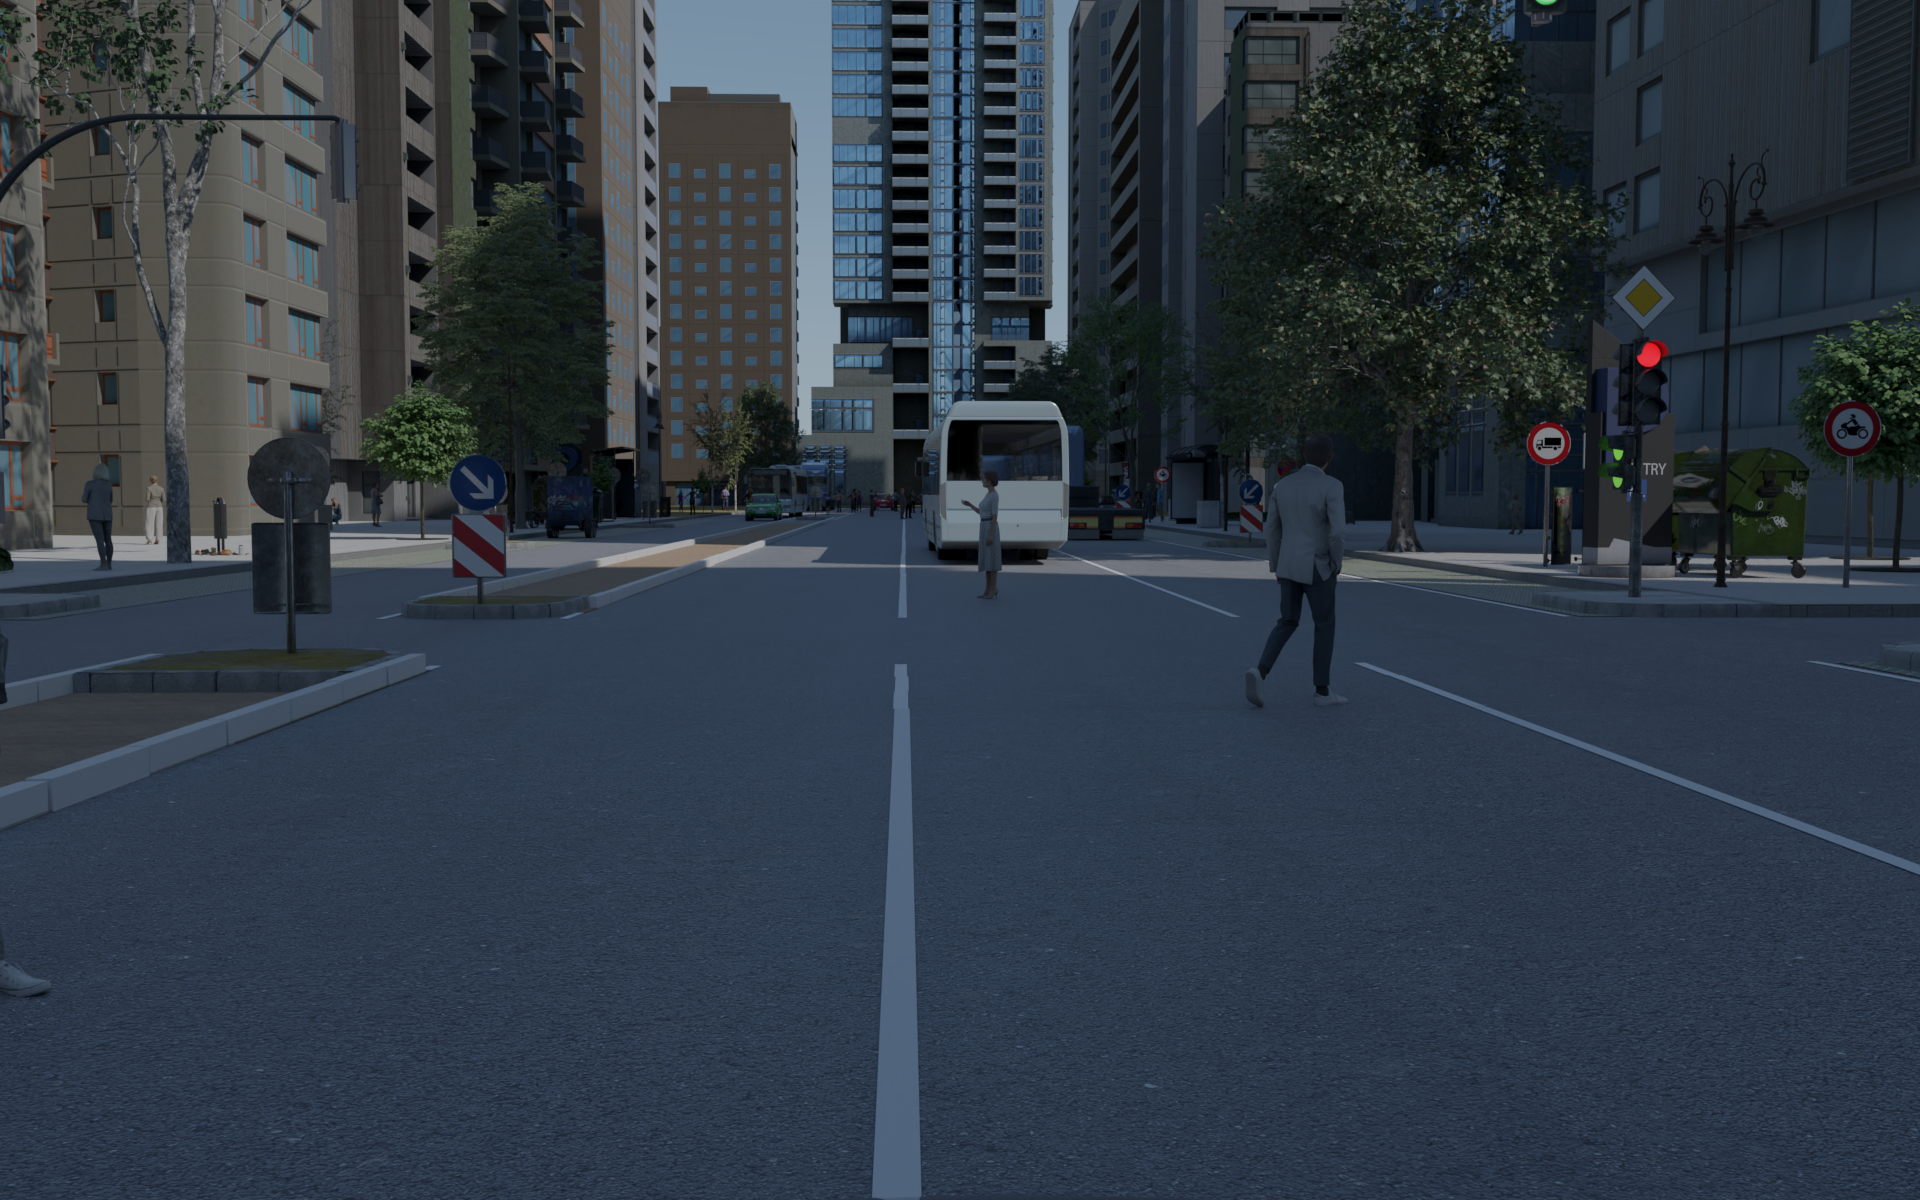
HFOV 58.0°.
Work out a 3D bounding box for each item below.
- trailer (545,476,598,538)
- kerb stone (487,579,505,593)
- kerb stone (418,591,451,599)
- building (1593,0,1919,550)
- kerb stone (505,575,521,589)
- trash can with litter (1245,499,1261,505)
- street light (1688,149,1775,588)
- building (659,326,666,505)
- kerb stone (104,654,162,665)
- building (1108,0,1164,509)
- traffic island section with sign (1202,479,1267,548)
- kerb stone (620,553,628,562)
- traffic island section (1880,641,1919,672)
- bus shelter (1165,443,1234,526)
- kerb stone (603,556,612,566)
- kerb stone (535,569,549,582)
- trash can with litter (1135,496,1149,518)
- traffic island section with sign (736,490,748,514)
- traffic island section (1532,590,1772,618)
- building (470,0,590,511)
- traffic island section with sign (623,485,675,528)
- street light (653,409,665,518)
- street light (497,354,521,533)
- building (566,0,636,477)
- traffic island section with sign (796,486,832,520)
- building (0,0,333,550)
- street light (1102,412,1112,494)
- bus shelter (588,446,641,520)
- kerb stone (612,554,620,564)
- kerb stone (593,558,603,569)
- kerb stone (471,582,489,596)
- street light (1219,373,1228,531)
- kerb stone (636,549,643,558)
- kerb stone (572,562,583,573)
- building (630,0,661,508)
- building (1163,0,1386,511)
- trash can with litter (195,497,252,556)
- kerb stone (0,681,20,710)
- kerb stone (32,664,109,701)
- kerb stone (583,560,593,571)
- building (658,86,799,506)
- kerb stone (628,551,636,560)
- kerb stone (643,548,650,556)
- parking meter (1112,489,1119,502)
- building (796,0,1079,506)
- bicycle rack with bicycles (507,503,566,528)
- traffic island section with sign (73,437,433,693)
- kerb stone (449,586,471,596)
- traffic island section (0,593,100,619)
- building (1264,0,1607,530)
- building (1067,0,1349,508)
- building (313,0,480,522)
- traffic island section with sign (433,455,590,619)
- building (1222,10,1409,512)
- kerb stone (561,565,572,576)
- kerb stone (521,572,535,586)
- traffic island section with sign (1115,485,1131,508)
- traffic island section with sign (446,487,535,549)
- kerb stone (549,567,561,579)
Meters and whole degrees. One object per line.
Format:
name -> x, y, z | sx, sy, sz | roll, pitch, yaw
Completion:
trailer -> -12.556, -2.956, 55.378 | 1.471, 1.999, 3.904 | 0, 4, -2
kerb stone -> -6.825, -0.182, 25.174 | 0.120, 0.150, 1.000 | 0, 4, -2
kerb stone -> -6.723, 0.010, 22.109 | 0.120, 0.150, 1.000 | 0, 4, -2
building -> 34.249, -27.774, 43.342 | 27.495, 52.752, 28.713 | 0, 4, -2
kerb stone -> -6.852, -0.245, 26.201 | 0.120, 0.150, 1.000 | 0, 4, -2
trash can with litter -> 10.463, -3.131, 62.586 | 0.624, 1.170, 1.055 | -1, 4, -15
street light -> 10.476, -3.112, 23.674 | 0.468, 5.910, 1.993 | 0, 4, -2
building -> -48.699, -21.725, 200.244 | 28.899, 21.520, 27.650 | 0, 4, -2
kerb stone -> -6.439, 0.538, 13.421 | 0.120, 0.150, 1.000 | 0, 4, -2
building -> 25.122, -32.429, 153.918 | 21.300, 48.544, 21.600 | 0, 4, -2
traffic island section with sign -> 7.604, -2.335, 46.802 | 1.989, 1.847, 2.006 | 0, 4, -2
kerb stone -> -7.180, -0.869, 36.436 | 0.120, 0.150, 1.000 | 0, 4, -2
traffic island section -> 8.671, 0.533, 13.566 | 2.009, 0.180, 2.903 | 0, 4, -2
bus shelter -> 9.861, -4.748, 71.546 | 2.014, 3.302, 5.546 | 0, 4, -2
kerb stone -> -7.115, -0.745, 34.385 | 0.120, 0.150, 1.000 | 0, 4, -2
kerb stone -> -6.915, -0.370, 28.247 | 0.120, 0.150, 1.000 | 0, 4, -2
trash can with litter -> 9.703, -4.924, 91.892 | 1.055, 1.170, 0.624 | 2, 4, 24
traffic island section with sign -> -14.769, -6.980, 122.747 | 1.989, 1.847, 2.006 | 0, 4, -2
traffic island section -> 8.415, 0.045, 21.547 | 2.009, 0.180, 2.903 | 0, 4, -2
building -> -36.196, -27.849, 109.958 | 22.147, 44.769, 28.867 | 0, 4, -2
traffic island section with sign -> -13.187, -3.972, 73.571 | 1.989, 1.847, 2.006 | 0, 4, -2
street light -> -16.151, -7.360, 93.127 | 0.468, 5.910, 1.993 | 0, 4, -2
street light -> -14.857, -5.163, 57.208 | 0.468, 5.910, 1.993 | 0, 4, -2
building -> -32.965, -29.469, 131.922 | 14.600, 45.320, 14.200 | 0, 4, -2
traffic island section with sign -> -8.032, -5.365, 95.858 | 2.006, 1.907, 1.989 | 0, 4, -2
building -> -35.692, -12.302, 46.169 | 27.650, 21.520, 28.899 | 0, 4, -2
street light -> 8.044, -7.511, 95.591 | 0.468, 5.910, 1.993 | 0, 4, -2
bus shelter -> -17.561, -5.933, 88.287 | 1.731, 3.624, 6.357 | 0, 4, -2
kerb stone -> -7.153, -0.804, 35.414 | 0.120, 0.150, 1.000 | 0, 4, -2
kerb stone -> -7.073, -0.683, 33.363 | 0.120, 0.150, 1.000 | 0, 4, -2
kerb stone -> -6.783, -0.115, 24.153 | 0.120, 0.150, 1.000 | 0, 4, -2
street light -> 9.179, -5.314, 59.666 | 0.468, 5.910, 1.993 | 0, 4, -2
kerb stone -> -7.249, -0.993, 38.496 | 0.120, 0.150, 1.000 | 0, 4, -2
kerb stone -> -7.012, -0.554, 31.316 | 0.120, 0.150, 1.000 | 0, 4, -2
building -> -41.099, -37.267, 151.307 | 28.212, 58.520, 21.231 | 0, 4, -2
building -> 25.647, -35.853, 128.191 | 21.231, 58.520, 28.212 | 0, 4, -2
trash can with litter -> -15.684, -1.575, 36.816 | 1.678, 1.210, 2.233 | -2, 4, -33
kerb stone -> -6.373, 0.662, 11.378 | 0.120, 0.150, 1.000 | 0, 4, -2
kerb stone -> -6.405, 0.599, 12.399 | 0.120, 0.150, 1.000 | 0, 4, -2
kerb stone -> -7.046, -0.621, 32.341 | 0.120, 0.150, 1.000 | 0, 4, -2
building -> -25.522, -33.265, 193.992 | 14.200, 45.320, 14.600 | 0, 4, -2
kerb stone -> -7.207, -0.929, 37.470 | 0.120, 0.150, 1.000 | 0, 4, -2
kerb stone -> -7.277, -1.060, 39.522 | 0.120, 0.150, 1.000 | 0, 4, -2
parking meter -> 8.223, -5.088, 91.599 | 0.372, 1.533, 0.369 | 0, 3, 0
building -> -2.667, -54.110, 197.370 | 31.000, 86.520, 22.319 | 0, 4, -2
bicycle rack with bicycles -> -16.159, -3.230, 66.185 | 2.852, 0.926, 2.925 | 2, 4, 33
traffic island section with sign -> -5.381, -0.319, 13.355 | 2.006, 1.907, 1.989 | 0, 4, -2
kerb stone -> -6.758, -0.052, 23.130 | 0.120, 0.150, 1.000 | 0, 4, -2
traffic island section -> -11.816, 0.084, 20.904 | 2.009, 0.180, 2.903 | 0, 4, -2
building -> 28.058, -46.662, 75.600 | 22.319, 86.520, 31.000 | 0, 4, -2
building -> 27.194, -40.148, 198.426 | 28.212, 58.520, 21.231 | 0, 4, -2
building -> -32.023, -19.061, 83.355 | 14.160, 30.474, 14.107 | 0, 4, -2
traffic island section with sign -> -5.610, -0.772, 20.758 | 2.006, 1.907, 1.989 | 0, 4, -2
building -> 23.333, -20.559, 107.842 | 14.160, 30.474, 14.107 | 0, 4, -2
kerb stone -> -6.980, -0.495, 30.294 | 0.120, 0.150, 1.000 | 0, 4, -2
kerb stone -> -6.880, -0.307, 27.223 | 0.120, 0.150, 1.000 | 0, 4, -2
traffic island section with sign -> 6.744, -3.983, 73.743 | 1.989, 1.847, 2.006 | 0, 4, -2
traffic island section with sign -> -12.280, -2.255, 45.505 | 1.989, 1.847, 2.006 | 0, 4, -2
kerb stone -> -6.954, -0.430, 29.272 | 0.120, 0.150, 1.000 | 0, 4, -2
